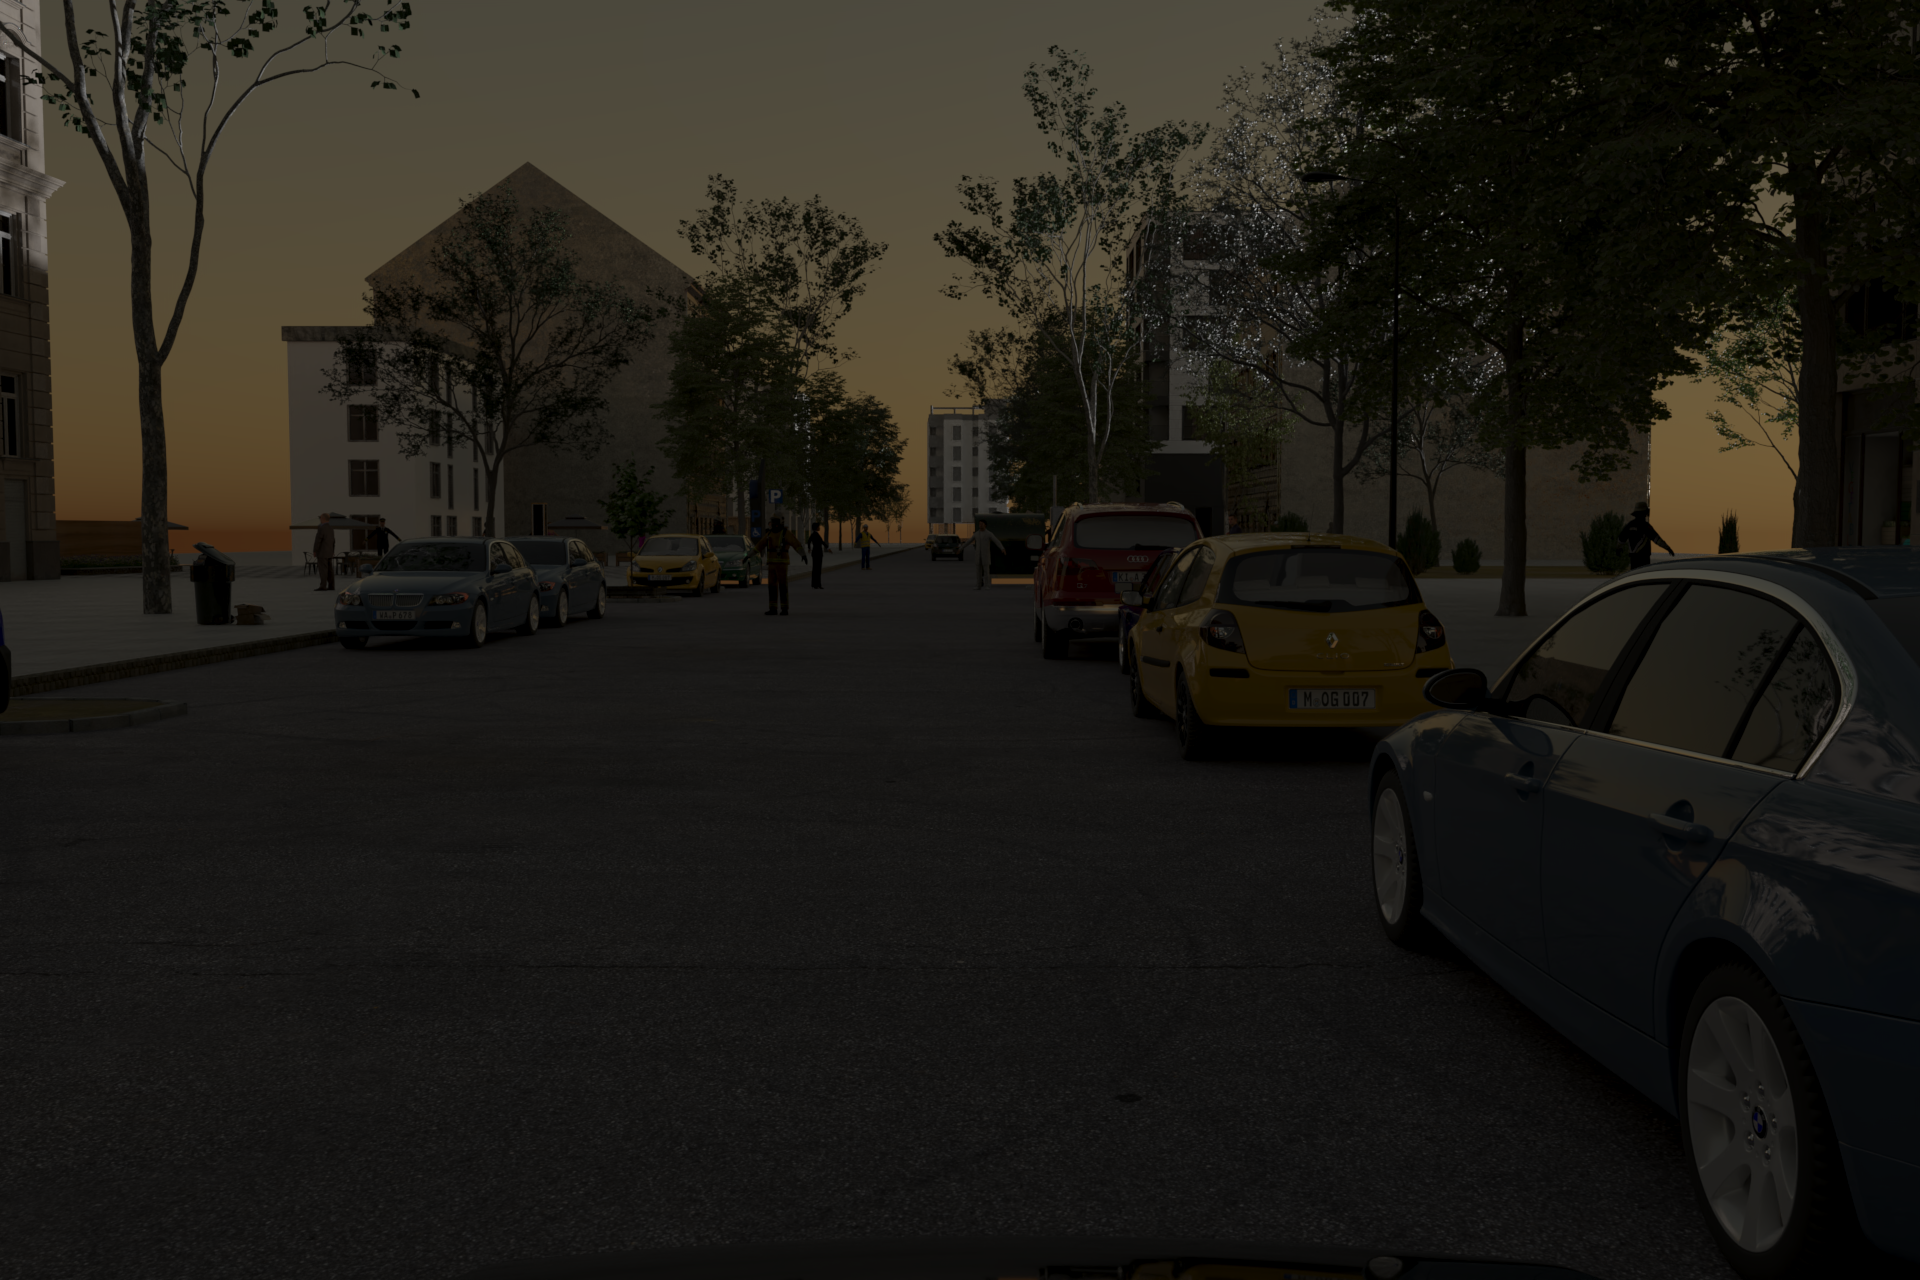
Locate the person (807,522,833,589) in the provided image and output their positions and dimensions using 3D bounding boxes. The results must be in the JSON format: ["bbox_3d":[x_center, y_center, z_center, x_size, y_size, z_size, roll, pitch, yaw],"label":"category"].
[{"bbox_3d":[-3.669,-2.203,45.203,0.721,1.740,1.216,-2,4,-33],"label":"person"}]

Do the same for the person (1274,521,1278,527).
[{"bbox_3d":[13.777,-4.259,75.493,0.705,1.847,1.347,3,4,36],"label":"person"}]

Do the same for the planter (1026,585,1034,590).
[{"bbox_3d":[2.714,-1.454,44.905,1.991,0.319,1.994,0,3,0],"label":"planter"}]

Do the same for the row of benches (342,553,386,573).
[{"bbox_3d":[-18.400,-2.550,57.161,4.104,0.672,1.422,1,4,14],"label":"row of benches"}]

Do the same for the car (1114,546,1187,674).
[{"bbox_3d":[2.488,-0.243,16.549,1.945,1.354,3.894,0,4,0],"label":"car"}]

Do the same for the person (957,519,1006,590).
[{"bbox_3d":[0.569,-2.184,44.354,1.347,1.806,0.705,1,4,22],"label":"person"}]

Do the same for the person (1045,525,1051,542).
[{"bbox_3d":[4.248,-4.508,79.842,1.346,1.812,0.704,1,4,17],"label":"person"}]

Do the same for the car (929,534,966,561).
[{"bbox_3d":[-0.685,-5.102,93.199,2.009,1.686,4.222,0,4,-1],"label":"car"}]

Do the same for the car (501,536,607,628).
[{"bbox_3d":[-6.928,-0.983,28.070,2.014,1.417,4.499,0,4,1],"label":"car"}]

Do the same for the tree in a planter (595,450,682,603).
[{"bbox_3d":[-7.003,-2.424,36.847,1.991,3.239,1.994,0,4,0],"label":"tree in a planter"}]

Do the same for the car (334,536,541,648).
[{"bbox_3d":[-6.879,-0.687,23.243,2.014,1.417,4.499,0,3,0],"label":"car"}]

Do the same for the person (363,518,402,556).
[{"bbox_3d":[-19.914,-3.293,59.777,1.347,1.837,0.705,-1,4,-22],"label":"person"}]

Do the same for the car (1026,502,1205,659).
[{"bbox_3d":[1.968,-0.777,21.371,2.281,1.827,5.304,0,4,1],"label":"car"}]

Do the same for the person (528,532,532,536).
[{"bbox_3d":[-17.919,-4.128,73.713,1.346,1.802,0.704,-2,4,-28],"label":"person"}]

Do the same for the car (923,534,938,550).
[{"bbox_3d":[-2.225,-8.802,154.141,2.015,1.641,3.980,0,4,1],"label":"car"}]

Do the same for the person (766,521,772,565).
[{"bbox_3d":[-7.769,-3.973,71.138,1.347,1.806,0.705,0,4,-8],"label":"person"}]

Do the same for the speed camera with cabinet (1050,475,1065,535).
[{"bbox_3d":[3.388,-3.866,57.552,0.660,3.252,2.038,0,4,-1],"label":"speed camera with cabinet"}]

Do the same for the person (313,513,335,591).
[{"bbox_3d":[-14.399,-1.991,39.141,0.434,1.755,0.990,1,4,8],"label":"person"}]

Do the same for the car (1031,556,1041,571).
[{"bbox_3d":[2.513,-1.521,37.455,1.945,1.354,3.894,0,4,1],"label":"car"}]

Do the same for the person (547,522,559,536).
[{"bbox_3d":[-14.917,-3.451,63.228,0.721,1.733,1.217,3,5,41],"label":"person"}]

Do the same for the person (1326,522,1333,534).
[{"bbox_3d":[16.214,-4.244,75.523,0.705,1.813,1.348,-1,4,-14],"label":"person"}]

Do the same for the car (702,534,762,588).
[{"bbox_3d":[-6.537,-2.193,47.648,2.131,1.459,4.920,0,4,0],"label":"car"}]

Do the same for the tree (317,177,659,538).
[{"bbox_3d":[-12.555,-6.820,45.916,8.767,10.594,7.601,-2,4,-27],"label":"tree"}]

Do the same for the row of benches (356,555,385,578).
[{"bbox_3d":[-15.773,-2.205,51.521,4.104,0.672,1.422,-2,4,-26],"label":"row of benches"}]

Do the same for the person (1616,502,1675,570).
[{"bbox_3d":[11.865,-1.485,30.155,0.704,1.845,1.351,-1,4,-21],"label":"person"}]

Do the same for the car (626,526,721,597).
[{"bbox_3d":[-6.705,-1.866,40.739,2.015,1.641,3.980,0,4,1],"label":"car"}]

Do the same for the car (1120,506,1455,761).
[{"bbox_3d":[2.215,-0.132,12.390,2.015,1.641,3.980,0,4,-1],"label":"car"}]

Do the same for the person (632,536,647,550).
[{"bbox_3d":[-12.319,-3.521,66.835,0.991,1.433,0.599,3,4,37],"label":"person"}]

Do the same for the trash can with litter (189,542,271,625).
[{"bbox_3d":[-10.344,-0.807,24.583,1.055,1.170,0.624,0,4,0],"label":"trash can with litter"}]

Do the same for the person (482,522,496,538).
[{"bbox_3d":[-20.124,-4.152,74.027,0.704,1.843,1.345,1,4,13],"label":"person"}]

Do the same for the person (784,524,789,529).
[{"bbox_3d":[-8.445,-4.704,83.378,0.721,1.772,1.216,0,4,-5],"label":"person"}]

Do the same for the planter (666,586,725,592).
[{"bbox_3d":[-7.032,-1.395,43.955,1.991,0.319,1.994,0,4,1],"label":"planter"}]

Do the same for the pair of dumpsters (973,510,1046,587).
[{"bbox_3d":[2.572,-2.597,47.409,4.436,2.255,1.574,0,4,-1],"label":"pair of dumpsters"}]

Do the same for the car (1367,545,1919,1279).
[{"bbox_3d":[2.351,0.456,4.543,2.014,1.417,4.499,0,4,0],"label":"car"}]

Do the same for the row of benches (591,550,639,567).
[{"bbox_3d":[-14.453,-3.257,68.710,4.104,0.672,1.422,0,4,-4],"label":"row of benches"}]

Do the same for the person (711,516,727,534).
[{"bbox_3d":[-7.621,-2.973,54.383,0.705,1.856,1.354,-2,4,-35],"label":"person"}]

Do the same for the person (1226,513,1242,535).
[{"bbox_3d":[5.718,-1.788,36.190,0.530,1.710,0.541,0,4,1],"label":"person"}]

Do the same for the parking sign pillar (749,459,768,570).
[{"bbox_3d":[-7.187,-4.472,61.589,1.447,3.967,1.447,0,4,-1],"label":"parking sign pillar"}]

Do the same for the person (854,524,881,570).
[{"bbox_3d":[-3.766,-3.734,69.484,1.349,1.833,0.705,-3,5,-40],"label":"person"}]

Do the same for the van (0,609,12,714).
[{"bbox_3d":[-6.967,-0.268,8.766,2.240,2.365,5.245,0,3,0],"label":"van"}]

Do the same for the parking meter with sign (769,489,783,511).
[{"bbox_3d":[-7.179,-4.413,68.418,0.543,3.016,1.738,0,4,0],"label":"parking meter with sign"}]

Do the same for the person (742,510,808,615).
[{"bbox_3d":[-3.225,-1.366,30.565,1.354,1.858,0.705,2,4,28],"label":"person"}]
